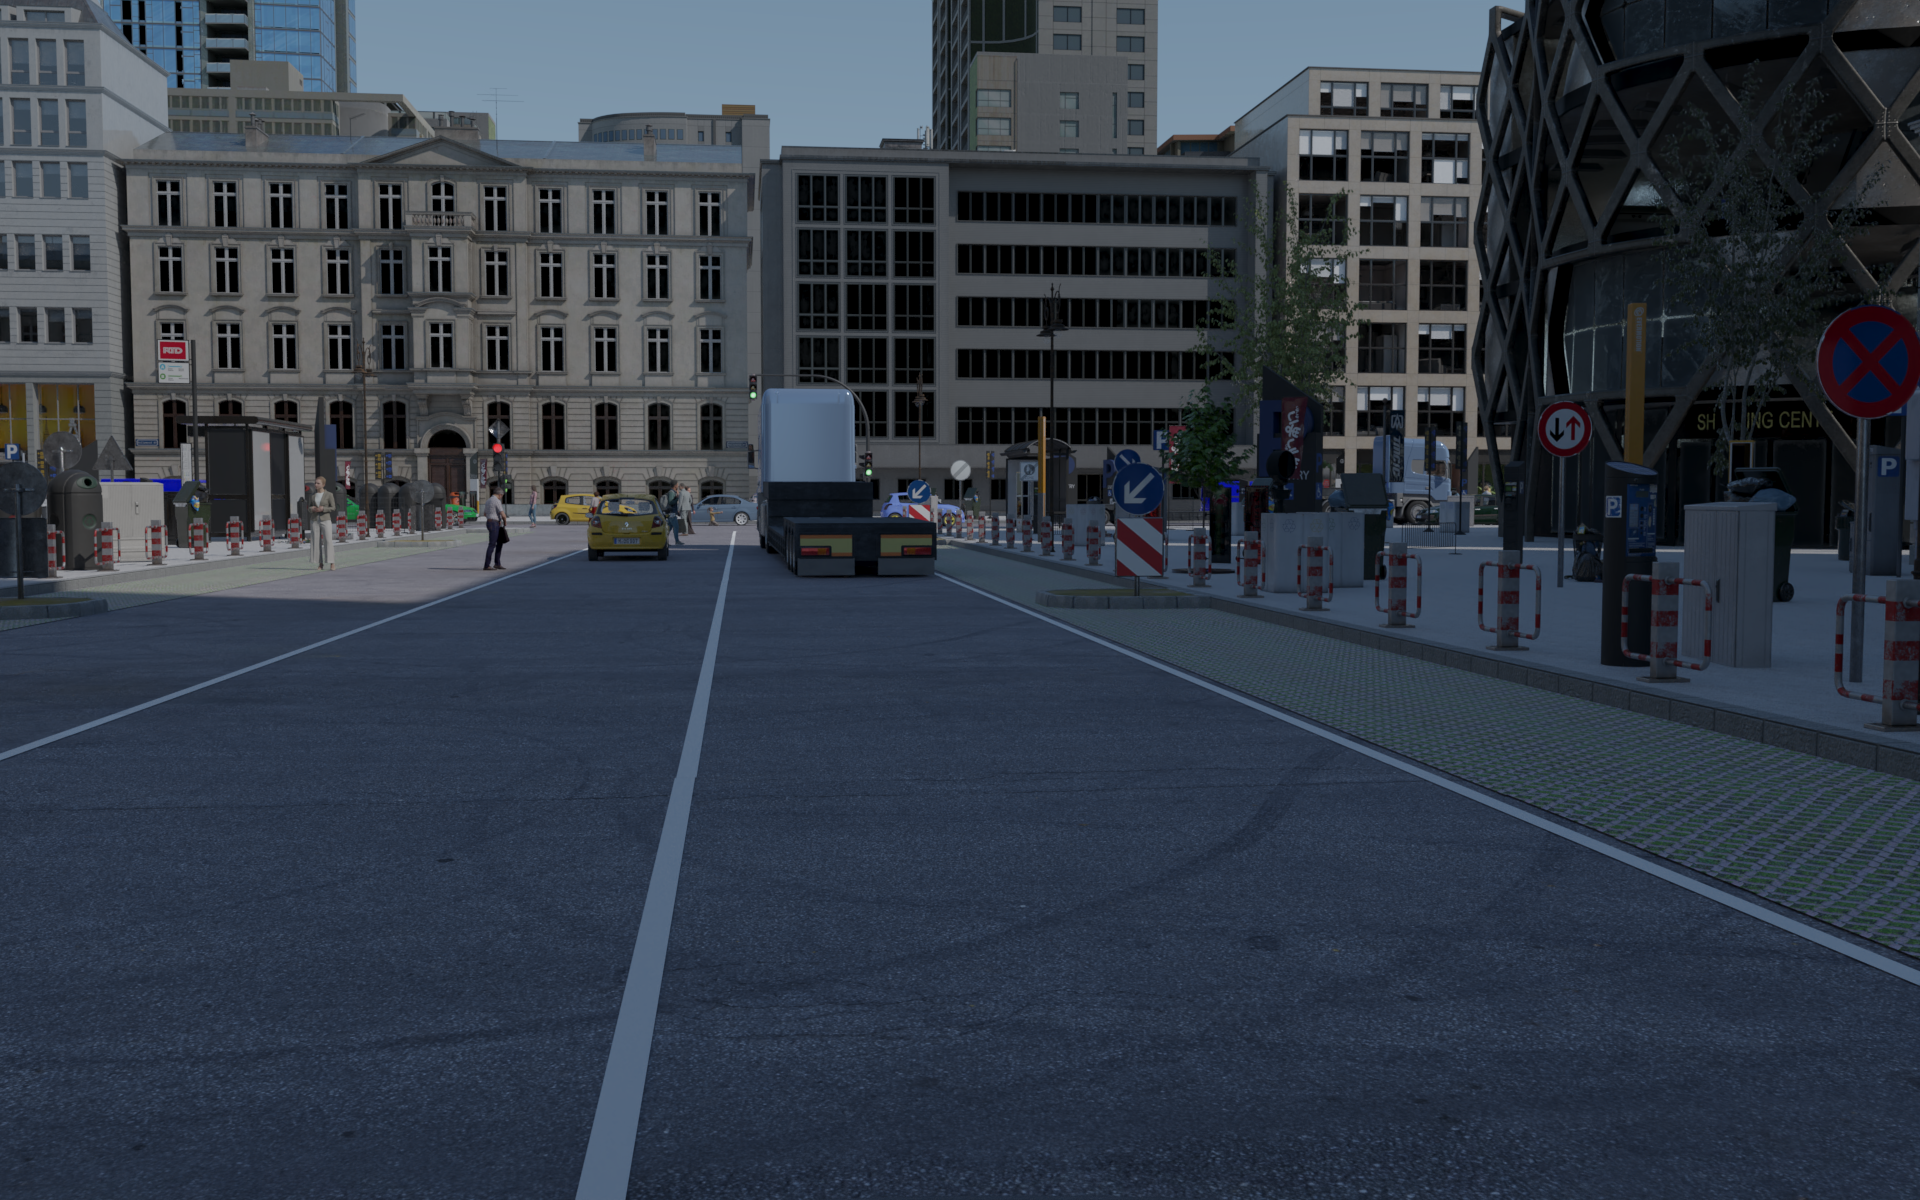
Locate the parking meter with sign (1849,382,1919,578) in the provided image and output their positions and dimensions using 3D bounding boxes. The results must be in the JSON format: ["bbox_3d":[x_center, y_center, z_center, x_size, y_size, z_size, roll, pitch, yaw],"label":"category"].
[{"bbox_3d":[14.555,-1.902,27.357,0.543,3.016,1.738,1,4,8],"label":"parking meter with sign"}]

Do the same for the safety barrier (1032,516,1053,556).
[{"bbox_3d":[1.790,-1.320,35.864,0.300,0.817,1.120,0,4,-7],"label":"safety barrier"}]

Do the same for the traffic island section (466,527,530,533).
[{"bbox_3d":[-17.190,-2.591,64.642,2.009,0.180,2.903,0,4,-7],"label":"traffic island section"}]

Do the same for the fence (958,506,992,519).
[{"bbox_3d":[0.758,-4.507,89.059,2.069,0.683,0.278,-2,4,-31],"label":"fence"}]

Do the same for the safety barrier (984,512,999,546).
[{"bbox_3d":[0.880,-1.761,43.070,0.300,0.817,1.120,0,4,-7],"label":"safety barrier"}]

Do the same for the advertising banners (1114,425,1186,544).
[{"bbox_3d":[4.851,-2.921,43.950,2.074,3.025,0.090,-2,4,-24],"label":"advertising banners"}]

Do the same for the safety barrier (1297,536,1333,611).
[{"bbox_3d":[3.902,-0.292,19.048,0.300,0.817,1.120,0,4,-7],"label":"safety barrier"}]

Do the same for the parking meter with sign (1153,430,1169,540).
[{"bbox_3d":[5.541,-3.173,48.143,0.543,3.016,1.738,0,3,0],"label":"parking meter with sign"}]

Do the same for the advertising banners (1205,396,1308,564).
[{"bbox_3d":[5.385,-2.164,31.568,2.074,3.025,0.090,3,4,39],"label":"advertising banners"}]

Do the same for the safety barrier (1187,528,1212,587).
[{"bbox_3d":[3.299,-0.586,23.852,0.300,0.817,1.120,0,4,-7],"label":"safety barrier"}]

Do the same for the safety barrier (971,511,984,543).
[{"bbox_3d":[0.576,-1.908,45.472,0.300,0.817,1.120,0,4,-7],"label":"safety barrier"}]

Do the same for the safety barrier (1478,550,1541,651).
[{"bbox_3d":[4.510,0.002,14.244,0.300,0.817,1.120,0,4,-7],"label":"safety barrier"}]

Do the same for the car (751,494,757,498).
[{"bbox_3d":[-23.407,-11.750,201.709,1.945,1.707,3.694,0,4,-5],"label":"car"}]

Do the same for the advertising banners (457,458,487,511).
[{"bbox_3d":[-23.950,-5.440,85.124,2.074,3.025,0.090,2,4,31],"label":"advertising banners"}]

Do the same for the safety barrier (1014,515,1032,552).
[{"bbox_3d":[1.485,-1.467,38.266,0.300,0.817,1.120,0,4,-7],"label":"safety barrier"}]

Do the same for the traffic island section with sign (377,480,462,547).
[{"bbox_3d":[-14.676,-2.358,47.182,1.989,1.847,2.006,0,4,-7],"label":"traffic island section with sign"}]

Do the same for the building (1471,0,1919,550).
[{"bbox_3d":[23.315,-10.914,45.894,16.820,18.784,16.811,0,4,-7],"label":"building"}]

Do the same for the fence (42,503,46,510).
[{"bbox_3d":[-27.654,-2.561,53.079,2.264,1.192,0.480,-2,4,-30],"label":"fence"}]

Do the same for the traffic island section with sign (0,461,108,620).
[{"bbox_3d":[-11.293,-0.722,20.439,1.989,1.847,2.006,0,4,-7],"label":"traffic island section with sign"}]

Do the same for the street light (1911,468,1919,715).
[{"bbox_3d":[5.609,-2.273,9.946,0.468,5.910,1.993,0,4,-7],"label":"street light"}]

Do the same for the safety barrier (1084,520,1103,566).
[{"bbox_3d":[2.396,-1.027,31.059,0.300,0.817,1.120,0,4,-7],"label":"safety barrier"}]

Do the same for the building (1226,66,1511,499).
[{"bbox_3d":[34.651,-18.837,112.505,34.151,26.468,19.350,0,4,-7],"label":"building"}]

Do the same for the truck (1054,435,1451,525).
[{"bbox_3d":[13.707,-5.470,79.196,18.799,4.110,2.967,0,4,-6],"label":"truck"}]

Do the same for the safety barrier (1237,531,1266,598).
[{"bbox_3d":[3.602,-0.439,21.450,0.300,0.817,1.120,0,4,-7],"label":"safety barrier"}]

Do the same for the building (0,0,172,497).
[{"bbox_3d":[-61.441,-19.551,97.148,29.804,29.767,11.434,0,4,-7],"label":"building"}]

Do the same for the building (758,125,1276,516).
[{"bbox_3d":[2.916,-17.531,105.695,30.058,24.678,14.314,0,4,-7],"label":"building"}]

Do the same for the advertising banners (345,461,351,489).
[{"bbox_3d":[-32.660,-5.810,91.181,0.090,3.025,2.074,1,4,16],"label":"advertising banners"}]

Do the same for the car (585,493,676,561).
[{"bbox_3d":[-7.361,-1.737,38.619,2.015,1.641,3.980,-1,4,-9],"label":"car"}]

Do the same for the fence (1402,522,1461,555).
[{"bbox_3d":[9.800,-1.271,36.155,2.069,0.683,0.278,-3,5,-42],"label":"fence"}]

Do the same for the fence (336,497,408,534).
[{"bbox_3d":[-19.077,-2.744,56.065,2.264,1.192,0.480,-2,4,-26],"label":"fence"}]

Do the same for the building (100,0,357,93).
[{"bbox_3d":[-79.567,-53.681,190.359,31.000,86.520,22.319,0,4,-7],"label":"building"}]

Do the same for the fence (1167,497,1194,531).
[{"bbox_3d":[7.840,-3.075,61.487,0.480,1.192,2.264,-1,4,-17],"label":"fence"}]

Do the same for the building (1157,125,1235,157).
[{"bbox_3d":[37.852,-33.733,206.162,28.867,44.769,22.147,0,4,-7],"label":"building"}]

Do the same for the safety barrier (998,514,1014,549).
[{"bbox_3d":[1.183,-1.614,40.668,0.300,0.817,1.120,0,4,-7],"label":"safety barrier"}]

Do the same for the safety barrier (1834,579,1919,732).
[{"bbox_3d":[5.116,0.297,9.412,0.300,0.817,1.120,0,4,-7],"label":"safety barrier"}]

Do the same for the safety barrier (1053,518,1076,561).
[{"bbox_3d":[2.087,-1.173,33.461,0.300,0.817,1.120,0,4,-7],"label":"safety barrier"}]

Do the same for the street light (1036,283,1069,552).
[{"bbox_3d":[2.020,-3.993,38.080,0.468,5.910,1.993,0,4,-7],"label":"street light"}]

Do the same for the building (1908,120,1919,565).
[{"bbox_3d":[24.399,-14.625,16.620,11.434,29.767,29.804,0,4,-7],"label":"building"}]

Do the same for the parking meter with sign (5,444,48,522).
[{"bbox_3d":[-32.609,-3.945,60.755,0.543,3.016,1.738,1,4,9],"label":"parking meter with sign"}]

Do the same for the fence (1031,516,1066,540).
[{"bbox_3d":[2.717,-1.979,47.730,2.069,0.683,0.278,3,5,40],"label":"fence"}]

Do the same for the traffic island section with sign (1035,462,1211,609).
[{"bbox_3d":[2.030,-0.841,22.386,1.989,1.847,2.006,0,4,-7],"label":"traffic island section with sign"}]

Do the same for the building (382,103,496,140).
[{"bbox_3d":[-56.008,-30.339,179.639,14.154,41.232,14.086,0,4,-7],"label":"building"}]

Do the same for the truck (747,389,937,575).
[{"bbox_3d":[-3.004,-2.989,38.626,2.967,4.110,18.799,-1,4,-9],"label":"truck"}]

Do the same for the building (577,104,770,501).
[{"bbox_3d":[-43.042,-44.134,263.593,28.212,58.520,21.231,0,4,-7],"label":"building"}]

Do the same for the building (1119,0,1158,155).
[{"bbox_3d":[8.226,-45.454,181.430,20.563,71.187,20.611,0,4,-7],"label":"building"}]

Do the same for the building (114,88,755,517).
[{"bbox_3d":[-29.579,-17.335,102.503,34.723,24.649,14.460,0,4,-7],"label":"building"}]

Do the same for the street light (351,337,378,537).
[{"bbox_3d":[-17.613,-4.803,51.316,0.468,5.910,1.993,0,4,-7],"label":"street light"}]

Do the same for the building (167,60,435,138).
[{"bbox_3d":[-61.593,-28.620,159.816,32.217,40.220,23.993,0,4,-7],"label":"building"}]

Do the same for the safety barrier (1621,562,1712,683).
[{"bbox_3d":[4.813,0.150,11.831,0.300,0.817,1.120,0,4,-7],"label":"safety barrier"}]

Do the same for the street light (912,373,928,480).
[{"bbox_3d":[-1.538,-5.708,66.120,0.468,5.910,1.993,0,4,-7],"label":"street light"}]

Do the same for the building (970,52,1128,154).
[{"bbox_3d":[7.663,-29.433,164.822,14.154,41.232,14.086,0,4,-7],"label":"building"}]

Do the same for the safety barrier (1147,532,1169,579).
[{"bbox_3d":[3.000,-0.733,26.255,0.300,0.817,1.120,0,4,-7],"label":"safety barrier"}]

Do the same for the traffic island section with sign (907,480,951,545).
[{"bbox_3d":[-1.339,-2.477,49.131,1.989,1.847,2.006,0,4,-7],"label":"traffic island section with sign"}]

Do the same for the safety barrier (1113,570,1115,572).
[{"bbox_3d":[2.696,-0.880,28.657,0.300,0.817,1.120,0,4,-7],"label":"safety barrier"}]

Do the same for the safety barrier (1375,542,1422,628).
[{"bbox_3d":[4.206,-0.145,16.646,0.300,0.817,1.120,0,4,-7],"label":"safety barrier"}]
